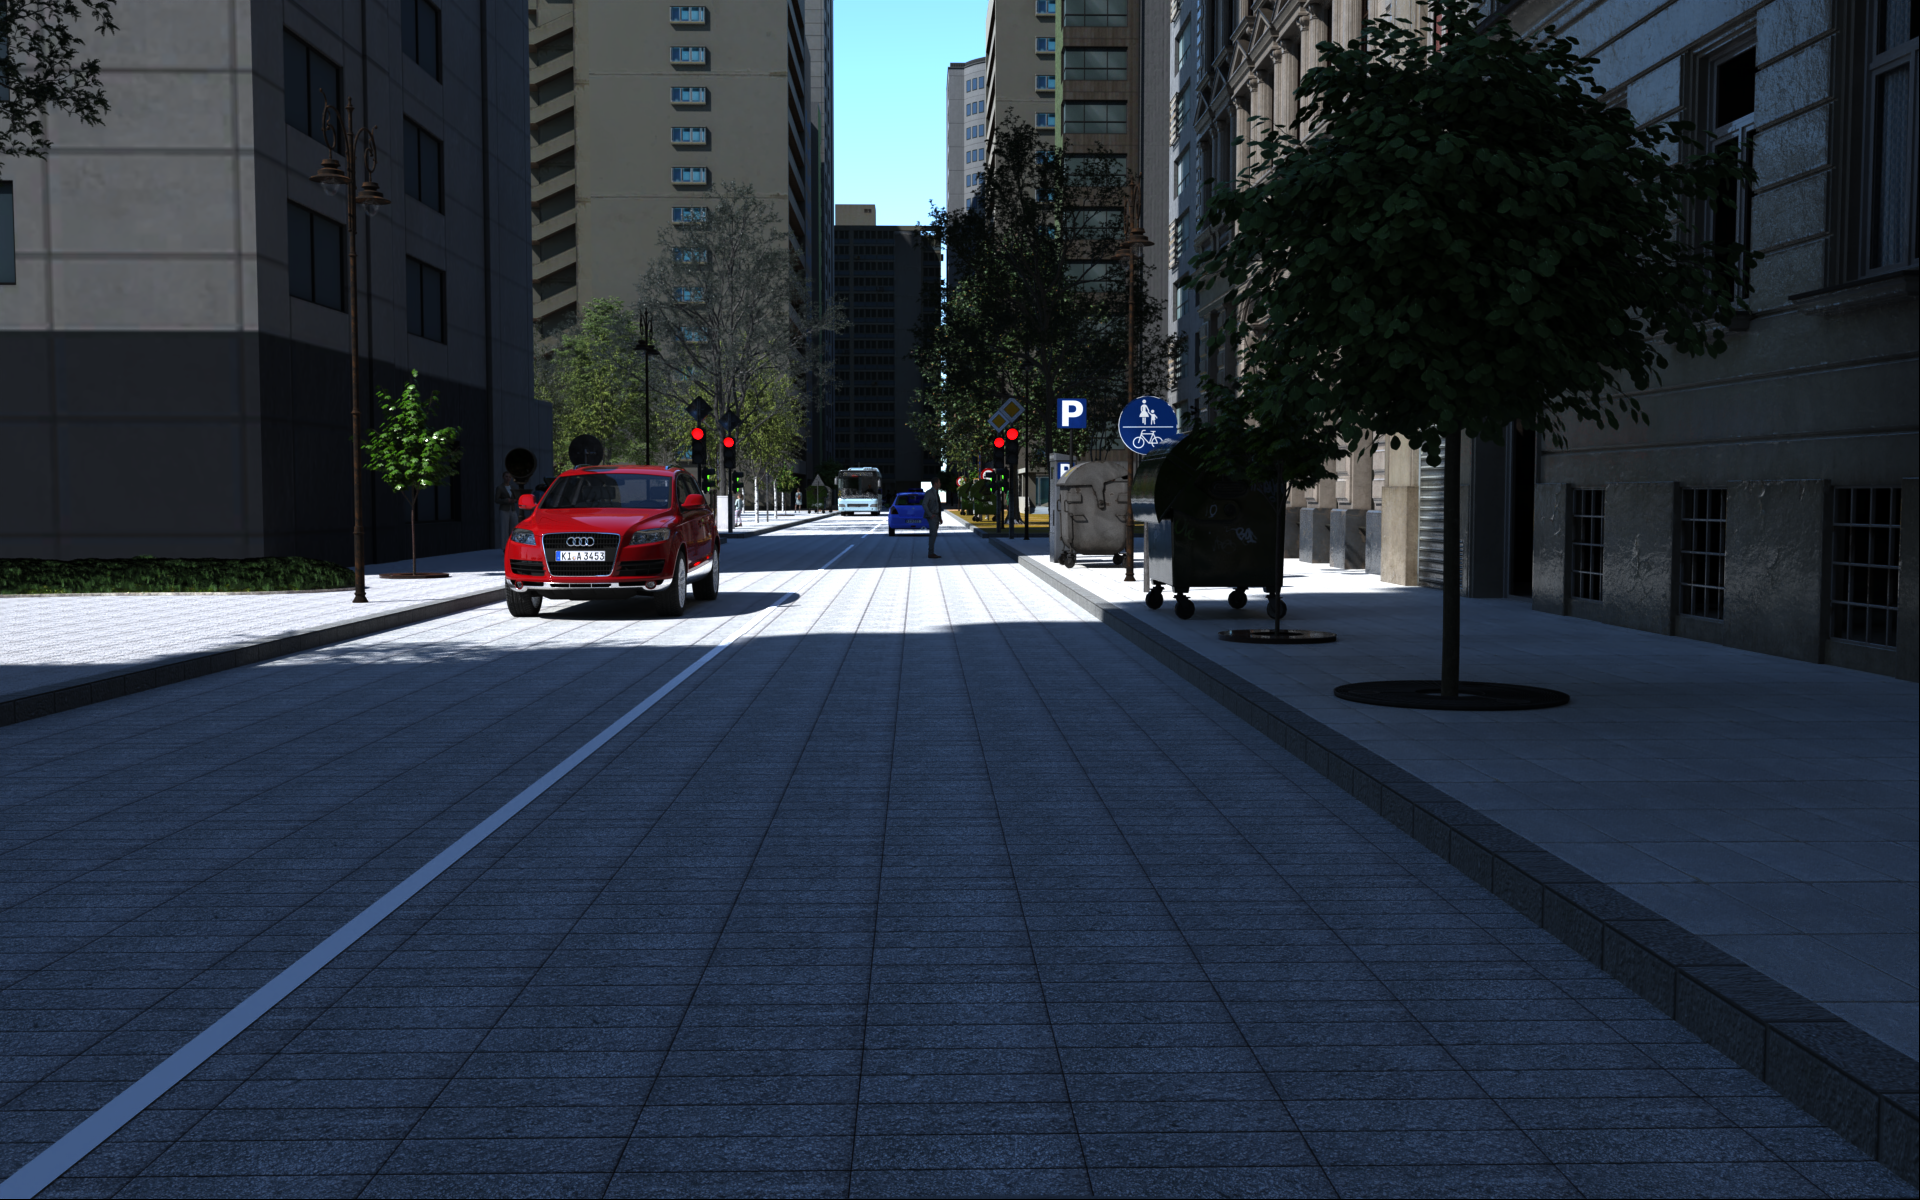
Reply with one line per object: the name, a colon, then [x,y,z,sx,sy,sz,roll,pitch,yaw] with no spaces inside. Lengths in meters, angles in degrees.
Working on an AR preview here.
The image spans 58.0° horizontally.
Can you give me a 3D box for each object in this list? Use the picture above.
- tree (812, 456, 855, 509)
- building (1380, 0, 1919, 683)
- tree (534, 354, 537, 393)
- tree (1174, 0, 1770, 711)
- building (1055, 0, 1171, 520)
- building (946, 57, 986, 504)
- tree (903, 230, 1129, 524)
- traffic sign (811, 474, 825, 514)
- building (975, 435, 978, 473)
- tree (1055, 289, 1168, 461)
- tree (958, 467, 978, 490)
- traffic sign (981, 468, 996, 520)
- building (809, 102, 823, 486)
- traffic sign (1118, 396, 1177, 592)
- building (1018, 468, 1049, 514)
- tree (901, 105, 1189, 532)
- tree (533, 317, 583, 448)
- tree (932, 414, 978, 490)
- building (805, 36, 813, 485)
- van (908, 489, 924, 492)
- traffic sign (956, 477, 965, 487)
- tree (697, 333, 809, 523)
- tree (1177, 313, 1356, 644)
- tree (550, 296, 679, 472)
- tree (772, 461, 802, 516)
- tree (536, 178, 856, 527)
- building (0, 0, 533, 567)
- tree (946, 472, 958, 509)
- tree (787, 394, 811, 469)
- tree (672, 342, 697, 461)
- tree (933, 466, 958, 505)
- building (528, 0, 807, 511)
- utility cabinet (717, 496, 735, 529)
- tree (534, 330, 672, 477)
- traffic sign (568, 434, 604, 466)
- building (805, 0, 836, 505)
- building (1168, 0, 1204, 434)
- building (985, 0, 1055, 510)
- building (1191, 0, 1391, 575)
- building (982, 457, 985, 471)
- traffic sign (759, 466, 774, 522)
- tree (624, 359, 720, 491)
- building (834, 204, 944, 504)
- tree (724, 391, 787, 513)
tree: [-10.892,-9.869,145.064,4.285,4.588,4.351,0,3,0]
building: [13.777,-10.853,10.731,16.112,22.955,30.059,0,4,-1]
tree: [-24.656,-12.375,112.696,12.009,13.543,11.850,0,3,0]
tree: [3.045,-1.661,10.875,4.285,4.588,4.351,0,3,0]
building: [11.781,-19.485,90.281,14.160,30.474,14.107,0,4,-1]
building: [12.431,-42.029,229.176,28.212,58.520,21.231,0,4,-1]
tree: [2.309,-9.573,73.525,9.611,12.733,9.660,0,3,0]
traffic sign: [-9.109,-6.788,110.988,0.884,2.594,0.081,0,4,7]
building: [8.671,-26.127,198.877,14.160,30.474,14.107,0,4,-1]
tree: [5.217,-6.882,62.890,4.360,8.622,3.978,0,3,0]
tree: [0.900,-7.257,113.252,1.663,3.219,1.824,0,3,0]
traffic sign: [1.383,-5.147,84.264,0.768,2.556,0.104,0,4,6]
building: [-21.386,-30.068,175.205,14.154,41.232,14.086,0,4,-1]
traffic sign: [2.438,-1.372,22.534,0.768,2.556,0.104,0,4,4]
building: [20.245,-26.013,117.191,32.217,40.220,23.993,0,4,-1]
tree: [2.005,-6.597,42.276,7.601,10.594,8.767,0,4,4]
tree: [-17.859,-7.371,70.871,4.360,8.622,3.978,0,3,0]
tree: [0.304,-10.314,118.989,4.737,8.622,4.395,0,3,0]
building: [-21.116,-31.231,160.739,14.600,45.320,14.200,0,4,-1]
van: [-4.907,-11.469,191.903,2.240,2.365,5.245,0,4,-2]
traffic sign: [0.121,-7.701,126.013,0.768,2.556,0.104,0,4,6]
tree: [-8.978,-7.719,76.567,4.737,8.622,4.395,0,3,0]
tree: [2.917,-1.264,15.271,1.663,3.219,1.824,0,3,0]
tree: [-19.896,-11.105,99.692,7.486,12.596,7.792,0,3,0]
tree: [-10.288,-6.547,101.650,1.663,3.219,1.824,0,3,0]
tree: [-9.047,-9.555,66.597,12.009,13.543,11.850,0,3,0]
building: [-21.018,-36.449,34.196,20.611,71.187,20.563,0,4,-1]
tree: [-0.433,-9.301,146.669,1.663,3.219,1.824,0,3,0]
tree: [-13.097,-10.865,128.007,4.360,8.622,3.978,0,3,0]
tree: [-12.448,-8.108,82.928,4.737,8.622,4.395,0,3,0]
tree: [-1.650,-13.343,201.863,4.285,4.588,4.351,0,3,0]
building: [-24.020,-31.727,142.433,21.300,48.544,21.600,0,4,-1]
utility cabinet: [-8.609,-3.208,63.612,0.306,1.237,1.020,-2,4,-34]
tree: [-16.069,-7.708,76.389,4.737,8.622,4.395,0,3,0]
traffic sign: [-7.950,-2.245,36.806,0.768,2.556,0.104,0,4,6]
building: [-24.815,-46.227,194.057,20.611,71.187,20.563,0,4,-1]
building: [15.937,-23.429,66.652,14.086,41.232,14.154,0,4,-1]
building: [13.276,-32.286,151.571,21.300,48.544,21.600,0,4,-1]
building: [11.192,-12.644,35.614,11.050,23.489,19.941,0,4,-1]
building: [16.164,-20.356,177.858,27.650,21.520,28.899,0,4,-1]
traffic sign: [-8.871,-4.873,79.778,0.768,2.556,0.104,0,4,-1]
tree: [-15.441,-8.693,92.494,4.360,8.622,3.978,0,3,0]
building: [-14.190,-33.217,234.972,23.993,40.220,32.217,0,4,-1]
tree: [-14.490,-10.061,114.860,4.360,8.622,3.978,0,3,0]
